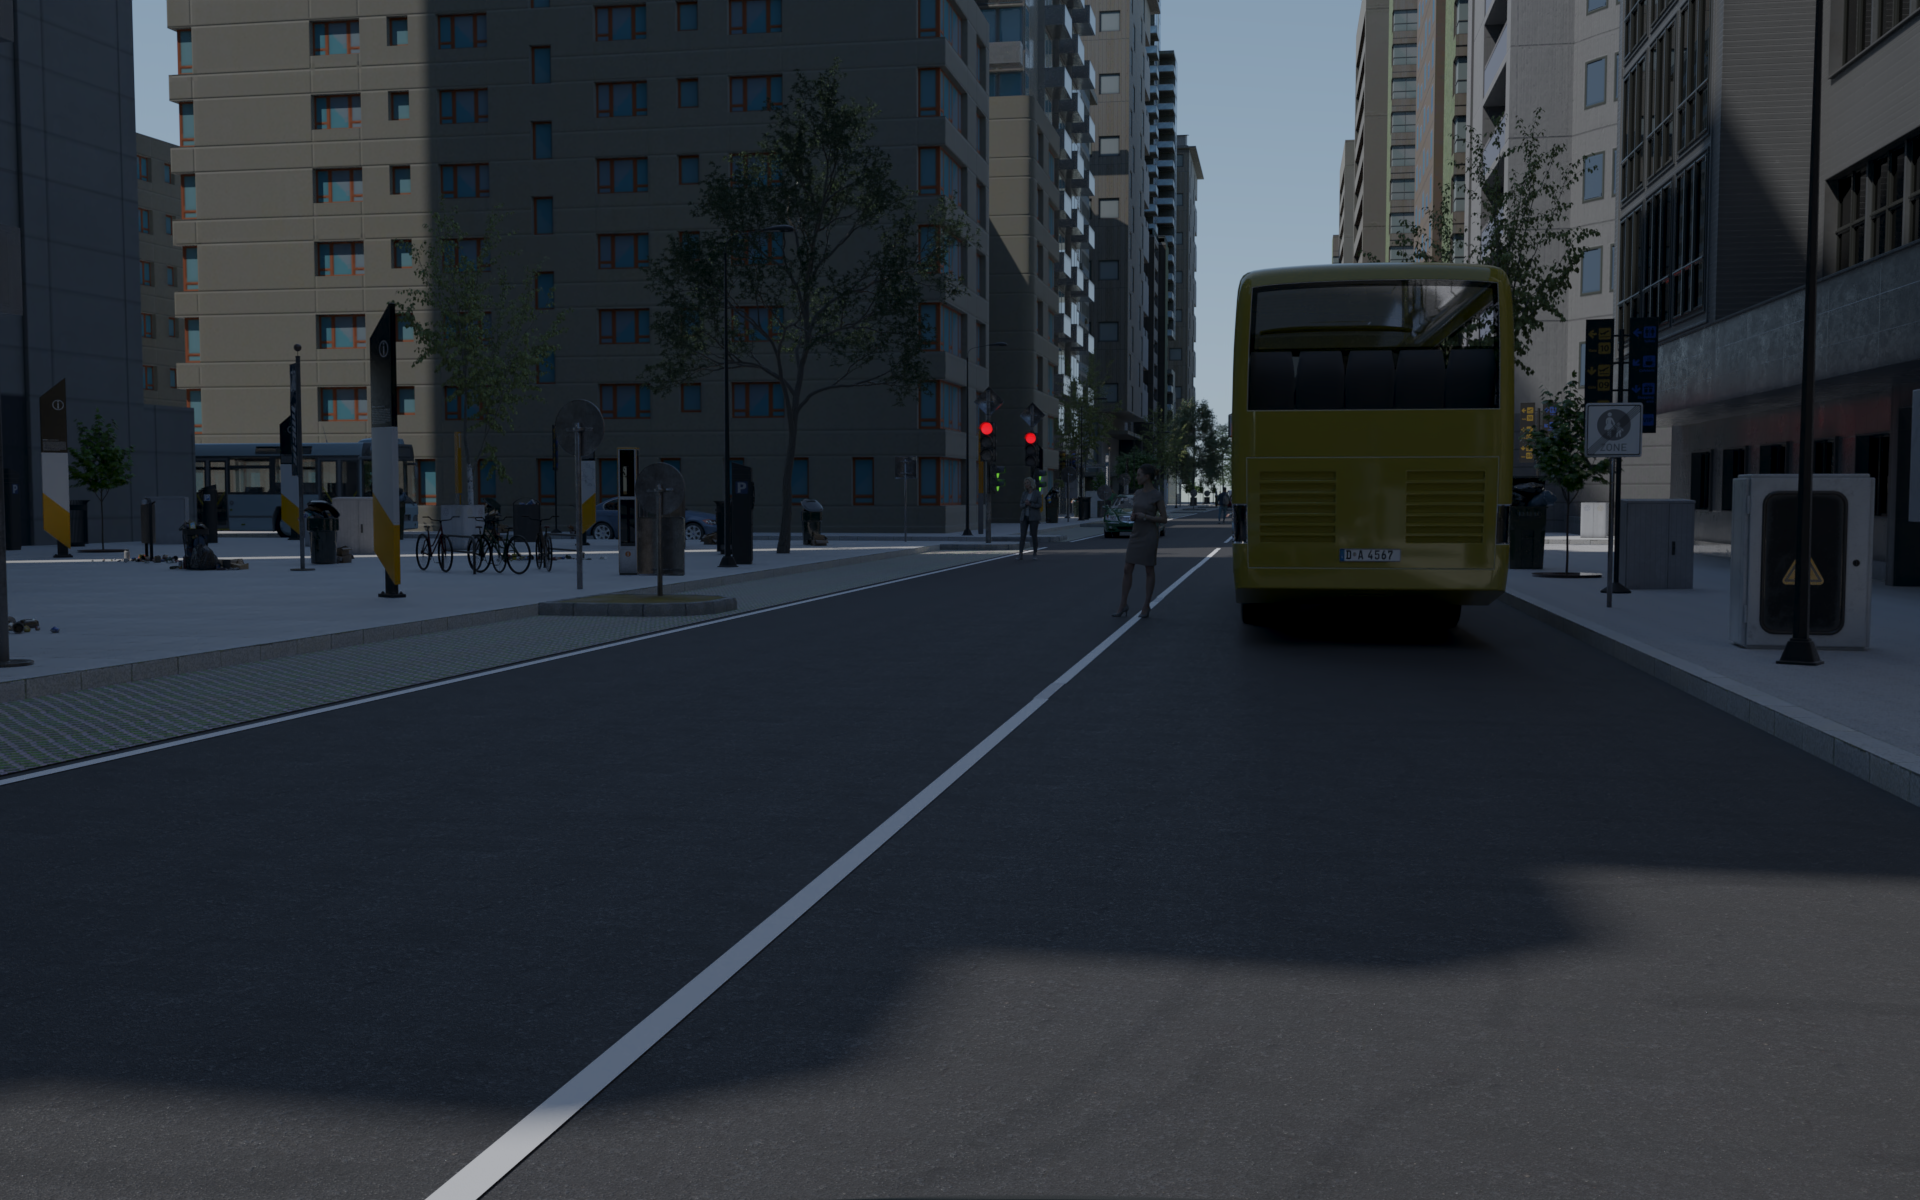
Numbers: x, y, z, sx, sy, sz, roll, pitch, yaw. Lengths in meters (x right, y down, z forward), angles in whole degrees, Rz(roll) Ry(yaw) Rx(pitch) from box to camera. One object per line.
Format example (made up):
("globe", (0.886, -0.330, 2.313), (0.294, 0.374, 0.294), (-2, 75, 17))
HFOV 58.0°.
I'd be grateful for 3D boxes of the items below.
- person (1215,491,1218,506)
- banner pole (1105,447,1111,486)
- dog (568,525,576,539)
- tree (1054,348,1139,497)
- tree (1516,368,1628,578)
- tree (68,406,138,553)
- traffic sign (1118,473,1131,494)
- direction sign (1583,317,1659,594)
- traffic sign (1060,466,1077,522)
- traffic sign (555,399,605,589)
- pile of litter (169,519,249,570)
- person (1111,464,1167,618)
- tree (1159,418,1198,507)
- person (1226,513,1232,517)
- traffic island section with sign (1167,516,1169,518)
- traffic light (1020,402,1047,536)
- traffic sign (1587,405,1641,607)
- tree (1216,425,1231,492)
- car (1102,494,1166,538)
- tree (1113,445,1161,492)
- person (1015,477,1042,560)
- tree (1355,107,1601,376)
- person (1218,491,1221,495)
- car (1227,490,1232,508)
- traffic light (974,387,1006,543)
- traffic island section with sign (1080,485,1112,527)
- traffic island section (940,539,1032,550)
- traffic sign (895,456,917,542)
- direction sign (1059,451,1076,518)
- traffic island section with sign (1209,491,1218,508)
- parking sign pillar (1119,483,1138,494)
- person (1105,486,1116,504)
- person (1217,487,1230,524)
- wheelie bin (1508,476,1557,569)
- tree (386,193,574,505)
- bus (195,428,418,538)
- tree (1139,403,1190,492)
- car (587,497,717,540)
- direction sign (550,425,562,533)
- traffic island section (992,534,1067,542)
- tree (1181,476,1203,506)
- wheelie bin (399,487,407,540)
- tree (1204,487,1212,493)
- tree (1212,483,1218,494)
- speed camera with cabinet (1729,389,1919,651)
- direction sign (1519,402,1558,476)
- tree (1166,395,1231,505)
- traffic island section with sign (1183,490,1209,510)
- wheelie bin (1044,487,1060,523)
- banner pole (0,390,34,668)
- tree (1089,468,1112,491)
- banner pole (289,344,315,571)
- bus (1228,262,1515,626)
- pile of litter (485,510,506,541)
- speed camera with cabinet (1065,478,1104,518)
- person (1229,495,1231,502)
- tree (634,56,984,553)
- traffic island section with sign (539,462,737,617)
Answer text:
("person", (27.204, -10.637, 183.143), (0.721, 1.736, 1.217), (2, 4, 29))
("banner pole", (7.976, -6.318, 93.314), (0.401, 3.779, 0.863), (-1, 4, -16))
("dog", (-11.402, -1.976, 51.601), (0.406, 0.507, 0.540), (1, 4, 10))
("tree", (6.212, -8.420, 88.023), (4.737, 8.622, 4.395), (0, 3, 0))
("tree", (9.532, -1.963, 26.704), (1.663, 3.219, 1.824), (0, 3, 0))
("tree", (-19.030, -2.659, 38.081), (1.663, 3.219, 1.824), (0, 3, 0))
("traffic sign", (10.058, -6.481, 106.070), (0.768, 2.556, 0.104), (1, 4, 19))
("direction sign", (8.514, -1.858, 22.376), (0.876, 3.537, 0.379), (2, 4, 23))
("traffic sign", (4.946, -4.830, 79.083), (0.768, 2.556, 0.104), (1, 4, 18))
("traffic sign", (-5.127, -1.417, 23.281), (0.768, 2.556, 0.104), (1, 4, 20))
("pile of litter", (-12.875, -0.960, 29.669), (1.176, 0.858, 1.719), (-3, 4, -36))
("person", (2.085, -0.687, 20.075), (0.599, 1.781, 0.374), (3, 5, 44))
("tree", (21.256, -13.265, 167.248), (4.360, 8.622, 3.978), (0, 3, 0))
("person", (12.637, -3.951, 78.595), (0.738, 1.151, 1.012), (-1, 4, -18))
("traffic island section with sign", (11.274, -5.704, 101.893), (1.989, 1.847, 2.006), (1, 4, 11))
("traffic light", (2.223, -3.923, 53.061), (0.839, 4.253, 0.868), (1, 4, 11))
("traffic sign", (7.347, -1.064, 19.532), (0.606, 2.300, 0.079), (1, 4, 11))
("tree", (42.926, -22.392, 284.227), (7.486, 12.596, 7.792), (0, 3, 0))
("car", (5.890, -2.832, 58.099), (2.131, 1.459, 4.920), (1, 4, 10))
("tree", (11.875, -8.103, 116.195), (4.285, 4.588, 4.351), (0, 3, 0))
("person", (1.524, -1.774, 37.681), (0.537, 1.800, 0.526), (2, 4, 35))
("tree", (10.030, -5.059, 33.085), (4.737, 8.622, 4.395), (0, 3, 0))
("person", (32.147, -12.576, 214.208), (1.348, 1.812, 0.705), (-3, 5, -40))
("car", (24.357, -8.831, 153.052), (2.281, 1.827, 5.304), (1, 4, 9))
("traffic light", (0.759, -3.443, 45.211), (0.839, 4.253, 0.868), (1, 4, 11))
("traffic island section with sign", (6.301, -4.075, 75.248), (1.989, 1.847, 2.006), (1, 4, 11))
("traffic island section", (0.721, -1.411, 45.353), (2.009, 0.180, 2.903), (1, 4, 11))
("traffic sign", (-1.462, -2.716, 46.530), (0.606, 2.300, 0.079), (1, 4, 15))
("direction sign", (5.693, -6.099, 91.710), (0.876, 3.537, 0.379), (0, 4, -4))
("traffic island section with sign", (25.432, -10.348, 177.814), (1.989, 1.847, 2.006), (1, 4, 11))
("parking sign pillar", (11.997, -8.244, 123.260), (1.447, 3.967, 1.447), (1, 4, 21))
("person", (6.898, -4.346, 79.808), (0.600, 1.795, 0.529), (0, 4, 8))
("person", (12.775, -4.599, 84.036), (0.623, 1.781, 0.721), (0, 4, 4))
("wheelie bin", (9.720, -1.332, 29.680), (0.980, 1.594, 0.693), (1, 4, 9))
("tree", (-12.083, -5.692, 43.420), (4.737, 8.622, 4.395), (0, 3, 0))
("bus", (-22.639, -3.598, 53.689), (13.247, 3.499, 2.948), (1, 4, 12))
("tree", (16.288, -11.583, 139.739), (4.737, 8.622, 4.395), (0, 3, 0))
("car", (-8.861, -2.339, 50.250), (4.499, 1.417, 2.014), (1, 4, 12))
("direction sign", (-13.319, -3.978, 57.035), (0.379, 3.537, 0.876), (0, 4, -4))
("traffic island section", (2.185, -1.891, 53.203), (2.009, 0.180, 2.903), (1, 4, 11))
("tree", (28.357, -13.277, 211.687), (1.663, 3.219, 1.824), (0, 3, 0))
("wheelie bin", (-15.923, -2.483, 48.512), (0.693, 1.594, 0.980), (2, 4, 27))
("tree", (31.627, -14.266, 227.847), (1.663, 3.219, 1.824), (0, 3, 0))
("tree", (38.798, -16.512, 264.564), (1.663, 3.219, 1.824), (0, 3, 0))
("speed camera with cabinet", (7.522, -1.219, 14.269), (2.038, 3.252, 0.660), (1, 4, 13))
("direction sign", (14.287, -3.109, 42.836), (0.876, 3.537, 0.379), (2, 4, 26))
("tree", (27.154, -17.396, 201.424), (9.611, 12.733, 9.660), (0, 3, 0))
("traffic island section with sign", (20.486, -8.727, 151.315), (1.989, 1.847, 2.006), (1, 4, 11))
("wheelie bin", (4.075, -4.188, 76.377), (0.693, 1.594, 0.980), (0, 4, 4))
("banner pole", (-7.356, -1.403, 12.964), (0.863, 3.779, 0.401), (2, 4, 30))
("tree", (10.187, -8.044, 126.120), (1.663, 3.219, 1.824), (0, 3, 0))
("banner pole", (-11.156, -2.393, 29.143), (0.401, 3.779, 0.863), (-2, 4, -33))
("bus", (4.758, -1.850, 21.796), (2.896, 3.916, 12.252), (1, 4, 9))
("pile of litter", (-13.058, -2.053, 47.539), (1.176, 0.858, 1.719), (-2, 4, -32))
("speed camera with cabinet", (6.647, -5.996, 92.368), (2.038, 3.252, 0.660), (0, 4, 7))
("person", (19.334, -6.946, 121.837), (0.659, 1.850, 0.755), (3, 4, 38))
("tree", (-3.516, -6.273, 36.970), (7.601, 10.594, 8.767), (2, 4, 24))
("traffic island section with sign", (-3.811, -0.761, 21.071), (1.989, 1.847, 2.006), (1, 4, 11))
